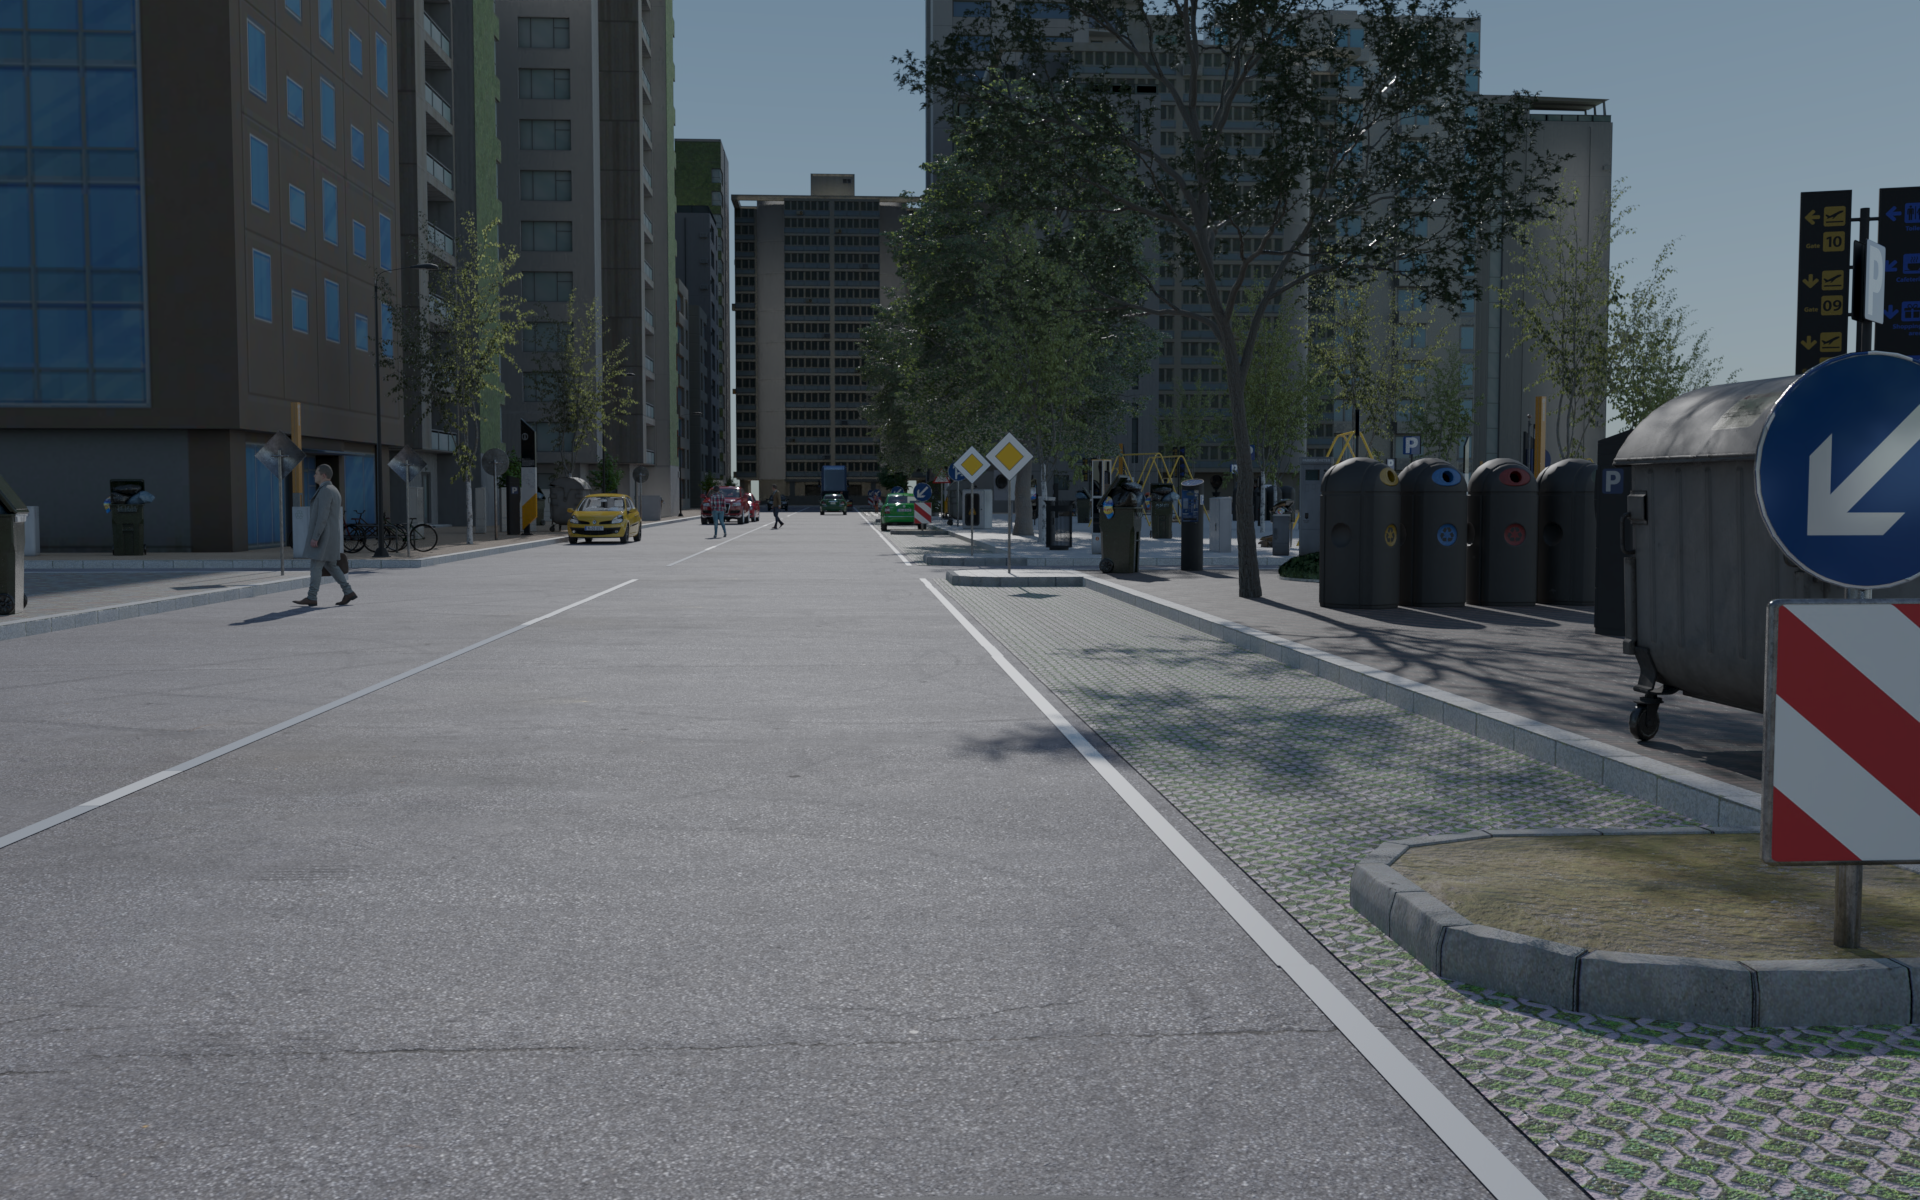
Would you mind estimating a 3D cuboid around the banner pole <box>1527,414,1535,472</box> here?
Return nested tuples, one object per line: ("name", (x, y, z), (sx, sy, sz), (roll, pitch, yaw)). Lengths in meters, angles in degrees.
("banner pole", (18.000, -3.931, 54.291), (0.401, 3.779, 0.863), (-2, 4, -31))

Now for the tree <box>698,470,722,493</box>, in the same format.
("tree", (-19.604, -8.577, 134.839), (1.663, 3.219, 1.824), (0, 3, 0))

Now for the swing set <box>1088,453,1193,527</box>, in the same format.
("swing set", (6.948, -4.229, 66.763), (2.862, 2.851, 3.119), (-2, 4, -26))

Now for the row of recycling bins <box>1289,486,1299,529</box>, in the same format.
("row of recycling bins", (13.692, -3.356, 61.978), (3.534, 1.692, 1.069), (-1, 4, -21))

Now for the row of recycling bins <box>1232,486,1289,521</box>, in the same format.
("row of recycling bins", (14.701, -4.670, 83.471), (3.534, 1.692, 1.069), (-2, 4, -29))

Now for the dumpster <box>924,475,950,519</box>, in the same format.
("dumpster", (-1.262, -5.278, 88.790), (1.502, 2.255, 1.985), (0, 4, -4))

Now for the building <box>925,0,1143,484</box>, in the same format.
("building", (7.098, -38.398, 169.813), (21.231, 58.520, 28.212), (0, 4, -4))

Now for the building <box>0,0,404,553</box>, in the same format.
("building", (-22.962, -24.022, 42.873), (14.600, 45.320, 14.200), (0, 4, -4))

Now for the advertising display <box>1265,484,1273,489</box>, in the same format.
("advertising display", (19.605, -6.489, 111.308), (0.974, 1.923, 0.123), (0, 4, -8))

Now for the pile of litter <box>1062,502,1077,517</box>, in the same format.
("pile of litter", (6.233, -5.243, 99.681), (1.176, 0.858, 1.719), (1, 4, 18))

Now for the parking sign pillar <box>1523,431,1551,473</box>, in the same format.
("parking sign pillar", (24.876, -5.268, 74.601), (1.447, 3.967, 1.447), (-2, 4, -24))

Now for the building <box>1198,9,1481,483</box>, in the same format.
("building", (36.075, -33.953, 174.746), (30.456, 49.044, 23.786), (0, 4, -4))

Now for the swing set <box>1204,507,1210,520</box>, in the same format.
("swing set", (8.528, -4.516, 71.455), (2.862, 2.851, 3.119), (-1, 4, -19))

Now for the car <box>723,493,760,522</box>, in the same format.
("car", (-11.449, -4.964, 90.199), (2.155, 1.783, 4.494), (0, 4, -2))

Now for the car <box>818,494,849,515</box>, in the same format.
("car", (-8.757, -6.619, 120.024), (2.131, 1.459, 4.920), (0, 4, -3))

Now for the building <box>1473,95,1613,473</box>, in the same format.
("building", (58.184, -30.433, 181.173), (14.086, 41.232, 14.154), (0, 4, -4))

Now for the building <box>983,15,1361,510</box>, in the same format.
("building", (14.237, -27.698, 144.746), (32.217, 40.220, 23.993), (0, 4, -4))

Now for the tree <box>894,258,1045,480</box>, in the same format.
("tree", (0.661, -9.768, 77.832), (7.486, 12.596, 7.792), (0, 3, 0))

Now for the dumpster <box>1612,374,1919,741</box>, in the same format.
("dumpster", (4.111, -0.155, 8.288), (1.264, 1.857, 1.865), (0, 4, -4))

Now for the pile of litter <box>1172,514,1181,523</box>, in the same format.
("pile of litter", (9.541, -3.929, 78.211), (1.719, 0.858, 1.176), (0, 4, 1))

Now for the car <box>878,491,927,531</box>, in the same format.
("car", (-2.256, -3.646, 68.405), (1.959, 1.807, 4.718), (0, 4, -3))

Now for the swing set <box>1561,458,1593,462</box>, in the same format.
("swing set", (27.408, -4.871, 77.259), (2.862, 2.851, 3.119), (0, 4, -3))

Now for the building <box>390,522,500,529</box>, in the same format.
("building", (-25.763, -23.325, 64.960), (14.154, 41.232, 14.086), (0, 4, -4))

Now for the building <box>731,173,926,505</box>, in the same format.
("building", (-15.608, -31.856, 212.723), (23.993, 40.220, 32.217), (0, 4, -4))

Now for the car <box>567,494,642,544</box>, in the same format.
("car", (-10.495, -2.508, 51.235), (2.015, 1.641, 3.980), (0, 4, -2))

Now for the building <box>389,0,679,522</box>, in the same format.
("building", (-23.083, -25.078, 93.614), (14.154, 41.232, 14.086), (0, 4, -4))

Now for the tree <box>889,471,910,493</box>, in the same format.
("tree", (-4.987, -9.298, 146.624), (1.663, 3.219, 1.824), (0, 3, 0))

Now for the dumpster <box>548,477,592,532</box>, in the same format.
("dumpster", (-13.339, -3.268, 59.188), (1.264, 1.857, 1.865), (0, 4, -4))

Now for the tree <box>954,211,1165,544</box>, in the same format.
("tree", (2.079, -5.740, 44.208), (4.737, 8.622, 4.395), (0, 3, 0))

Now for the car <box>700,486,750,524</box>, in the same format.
("car", (-11.307, -4.582, 83.596), (2.281, 1.827, 5.304), (0, 4, -2))

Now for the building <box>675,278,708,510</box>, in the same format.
("building", (-37.230, -18.786, 152.192), (27.650, 21.520, 28.899), (0, 4, -4))

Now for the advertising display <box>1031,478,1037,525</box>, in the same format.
("advertising display", (2.731, -4.018, 70.914), (0.974, 1.923, 0.123), (-3, 4, -36))

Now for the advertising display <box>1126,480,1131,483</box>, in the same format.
("advertising display", (7.625, -4.538, 79.402), (0.123, 1.923, 0.974), (-1, 4, -18))

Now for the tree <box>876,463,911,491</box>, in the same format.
("tree", (-6.082, -10.739, 159.302), (4.285, 4.588, 4.351), (0, 3, 0))

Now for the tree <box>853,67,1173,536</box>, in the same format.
("tree", (2.061, -8.973, 53.364), (9.857, 13.997, 8.962), (0, 3, 0))

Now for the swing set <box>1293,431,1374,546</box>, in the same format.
("swing set", (9.815, -2.824, 43.791), (2.862, 2.851, 3.119), (0, 4, 5))

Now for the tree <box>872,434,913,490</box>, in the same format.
("tree", (-5.615, -12.356, 152.384), (4.737, 8.622, 4.395), (0, 3, 0))

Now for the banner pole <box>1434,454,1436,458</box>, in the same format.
("banner pole", (29.473, -7.242, 108.423), (0.863, 3.779, 0.401), (2, 4, 26))

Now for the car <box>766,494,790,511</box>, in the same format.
("car", (-15.581, -8.457, 148.050), (2.009, 1.686, 4.222), (0, 4, -6))

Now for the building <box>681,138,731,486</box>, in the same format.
("building", (-34.152, -31.710, 202.058), (14.086, 41.232, 14.154), (0, 4, -4))

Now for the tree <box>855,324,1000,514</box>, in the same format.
("tree", (-1.649, -12.348, 112.254), (12.009, 13.543, 11.850), (0, 3, 0))

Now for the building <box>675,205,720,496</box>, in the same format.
("building", (-31.554, -24.655, 174.811), (14.107, 30.474, 14.160), (0, 4, -4))

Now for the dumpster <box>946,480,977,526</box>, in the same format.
("dumpster", (0.098, -3.982, 70.860), (1.264, 1.857, 1.865), (0, 4, -4))

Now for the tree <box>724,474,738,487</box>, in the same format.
("tree", (-21.728, -10.306, 163.111), (1.663, 3.219, 1.824), (0, 3, 0))

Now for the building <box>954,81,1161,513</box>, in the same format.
("building", (6.424, -21.621, 125.207), (14.160, 30.474, 14.107), (0, 4, -4))

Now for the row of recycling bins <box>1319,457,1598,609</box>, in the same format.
("row of recycling bins", (5.826, -0.787, 19.976), (3.534, 1.692, 1.069), (-1, 4, -13))
